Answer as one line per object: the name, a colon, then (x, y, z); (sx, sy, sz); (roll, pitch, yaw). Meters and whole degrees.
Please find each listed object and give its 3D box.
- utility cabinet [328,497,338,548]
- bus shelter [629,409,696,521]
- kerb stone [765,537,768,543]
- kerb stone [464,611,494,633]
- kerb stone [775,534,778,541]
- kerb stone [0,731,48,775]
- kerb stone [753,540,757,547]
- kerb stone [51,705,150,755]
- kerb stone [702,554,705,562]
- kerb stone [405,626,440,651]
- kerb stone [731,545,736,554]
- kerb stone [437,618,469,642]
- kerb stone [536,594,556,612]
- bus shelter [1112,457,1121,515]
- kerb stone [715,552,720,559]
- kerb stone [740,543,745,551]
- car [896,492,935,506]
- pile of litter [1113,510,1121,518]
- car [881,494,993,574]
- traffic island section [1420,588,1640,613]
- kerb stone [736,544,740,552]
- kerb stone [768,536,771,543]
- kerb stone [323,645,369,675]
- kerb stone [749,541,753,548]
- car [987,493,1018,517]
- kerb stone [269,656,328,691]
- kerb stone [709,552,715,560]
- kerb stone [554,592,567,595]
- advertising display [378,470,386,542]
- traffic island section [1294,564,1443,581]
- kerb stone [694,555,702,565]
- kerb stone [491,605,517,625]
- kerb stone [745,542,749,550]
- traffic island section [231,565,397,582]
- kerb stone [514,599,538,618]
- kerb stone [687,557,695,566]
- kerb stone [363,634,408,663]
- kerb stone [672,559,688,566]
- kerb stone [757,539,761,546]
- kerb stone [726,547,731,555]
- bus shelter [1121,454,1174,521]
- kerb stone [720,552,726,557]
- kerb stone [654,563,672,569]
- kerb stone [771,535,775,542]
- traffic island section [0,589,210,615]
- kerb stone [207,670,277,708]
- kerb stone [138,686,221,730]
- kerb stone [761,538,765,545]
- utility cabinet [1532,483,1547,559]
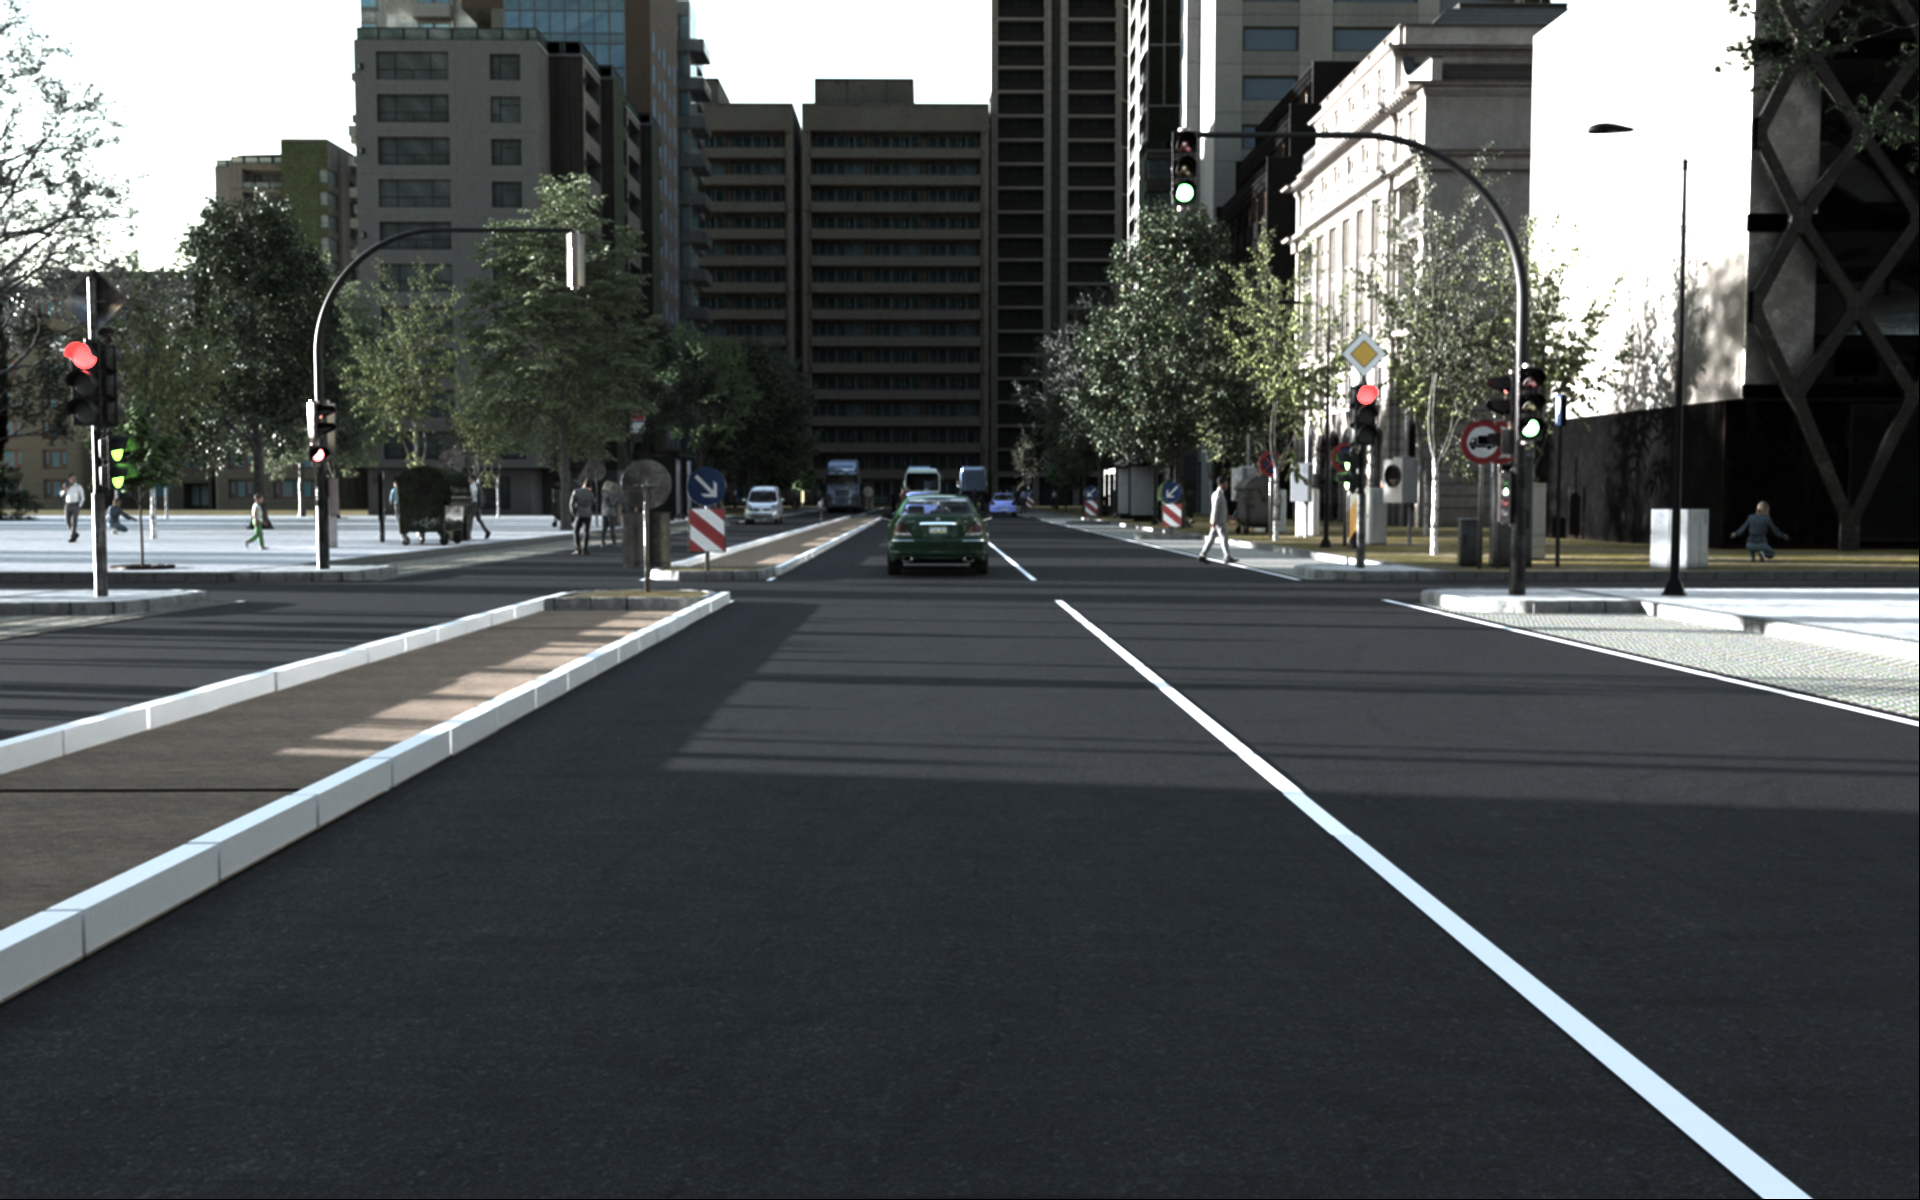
utility cabinet: (-15.188, -1.859, 41.557); (0.306, 1.237, 1.020); (-2, 4, -31)
bus shelter: (-14.591, -6.549, 84.708); (2.179, 5.291, 8.768); (0, 4, -1)
kerb stone: (-5.653, -1.660, 49.376); (0.120, 0.150, 1.000); (0, 4, -1)
kerb stone: (-5.097, 0.248, 18.145); (0.120, 0.150, 1.000); (0, 4, -1)
kerb stone: (-5.709, -1.851, 52.461); (0.120, 0.150, 1.000); (0, 4, -1)
kerb stone: (-4.926, 0.812, 8.912); (0.120, 0.150, 1.000); (0, 4, -1)
kerb stone: (-5.598, -1.474, 46.298); (0.120, 0.150, 1.000); (0, 4, -1)
kerb stone: (-4.949, 0.752, 9.934); (0.120, 0.150, 1.000); (0, 4, -1)
kerb stone: (-5.417, -0.847, 36.042); (0.120, 0.150, 1.000); (0, 4, -1)
kerb stone: (-5.054, 0.375, 16.085); (0.120, 0.150, 1.000); (0, 4, -1)
kerb stone: (-5.500, -1.160, 41.164); (0.120, 0.150, 1.000); (0, 4, -1)
kerb stone: (-5.075, 0.317, 17.117); (0.120, 0.150, 1.000); (0, 4, -1)
kerb stone: (-5.151, 0.062, 21.221); (0.120, 0.150, 1.000); (0, 4, -1)
bus shelter: (8.885, -5.678, 86.758); (2.014, 3.302, 5.546); (0, 4, -1)
kerb stone: (-5.447, -0.972, 38.088); (0.120, 0.150, 1.000); (0, 4, -1)
kerb stone: (-5.546, -1.286, 43.215); (0.120, 0.150, 1.000); (0, 4, -1)
car: (-1.496, -3.469, 66.313); (1.945, 1.707, 3.694); (0, 4, -2)
pile of litter: (8.770, -4.793, 92.326); (1.176, 0.858, 1.719); (3, 4, 37)
car: (-0.428, -1.263, 32.444); (2.131, 1.459, 4.920); (0, 4, -1)
traffic island section: (7.118, 0.011, 22.109); (2.009, 0.180, 2.903); (0, 4, -1)
kerb stone: (-5.526, -1.223, 42.191); (0.120, 0.150, 1.000); (0, 4, -1)
kerb stone: (-5.672, -1.726, 50.411); (0.120, 0.150, 1.000); (0, 4, -1)
kerb stone: (-5.029, 0.507, 14.034); (0.120, 0.150, 1.000); (0, 4, -1)
kerb stone: (-5.583, -1.410, 45.276); (0.120, 0.150, 1.000); (0, 4, -1)
car: (2.691, -6.077, 108.955); (1.945, 1.707, 3.694); (0, 3, 0)
kerb stone: (-4.999, 0.562, 13.005); (0.120, 0.150, 1.000); (0, 4, -1)
kerb stone: (-5.428, -0.909, 37.064); (0.120, 0.150, 1.000); (0, 4, -1)
kerb stone: (-5.164, 0.005, 22.243); (0.120, 0.150, 1.000); (0, 4, -1)
advertising display: (-15.514, -2.524, 46.478); (0.123, 1.923, 0.974); (-1, 4, -15)
traffic island section: (6.976, -0.478, 30.092); (2.009, 0.180, 2.903); (0, 4, -1)
kerb stone: (-5.400, -0.782, 35.020); (0.120, 0.150, 1.000); (0, 4, -1)
kerb stone: (-5.111, 0.187, 19.171); (0.120, 0.150, 1.000); (0, 4, -1)
kerb stone: (-5.560, -1.348, 44.238); (0.120, 0.150, 1.000); (0, 4, -1)
traffic island section: (-10.963, -0.459, 29.779); (2.009, 0.180, 2.903); (0, 4, -1)
kerb stone: (-5.127, 0.124, 20.197); (0.120, 0.150, 1.000); (0, 4, -1)
kerb stone: (-5.369, -0.713, 33.991); (0.120, 0.150, 1.000); (0, 4, -1)
kerb stone: (-5.036, 0.437, 15.058); (0.120, 0.150, 1.000); (0, 4, -1)
kerb stone: (-5.358, -0.655, 32.963); (0.120, 0.150, 1.000); (0, 4, -1)
kerb stone: (-5.609, -1.537, 47.321); (0.120, 0.150, 1.000); (0, 4, -1)
kerb stone: (-5.488, -1.097, 40.137); (0.120, 0.150, 1.000); (0, 4, -1)
bus shelter: (8.881, -5.274, 80.154); (2.014, 3.302, 5.546); (0, 4, -1)
kerb stone: (-5.470, -1.035, 39.113); (0.120, 0.150, 1.000); (0, 4, -1)
kerb stone: (-5.321, -0.533, 30.918); (0.120, 0.150, 1.000); (0, 4, -1)
kerb stone: (-5.685, -1.788, 51.435); (0.120, 0.150, 1.000); (0, 4, -1)
traffic island section: (-10.821, 0.030, 21.795); (2.009, 0.180, 2.903); (0, 4, -1)
kerb stone: (-4.988, 0.625, 11.977); (0.120, 0.150, 1.000); (0, 4, -1)
kerb stone: (-4.957, 0.687, 10.956); (0.120, 0.150, 1.000); (0, 4, -1)
kerb stone: (-5.626, -1.599, 48.346); (0.120, 0.150, 1.000); (0, 4, -1)
utility cabinet: (11.046, -1.538, 33.833); (0.318, 1.500, 1.173); (3, 5, 42)
